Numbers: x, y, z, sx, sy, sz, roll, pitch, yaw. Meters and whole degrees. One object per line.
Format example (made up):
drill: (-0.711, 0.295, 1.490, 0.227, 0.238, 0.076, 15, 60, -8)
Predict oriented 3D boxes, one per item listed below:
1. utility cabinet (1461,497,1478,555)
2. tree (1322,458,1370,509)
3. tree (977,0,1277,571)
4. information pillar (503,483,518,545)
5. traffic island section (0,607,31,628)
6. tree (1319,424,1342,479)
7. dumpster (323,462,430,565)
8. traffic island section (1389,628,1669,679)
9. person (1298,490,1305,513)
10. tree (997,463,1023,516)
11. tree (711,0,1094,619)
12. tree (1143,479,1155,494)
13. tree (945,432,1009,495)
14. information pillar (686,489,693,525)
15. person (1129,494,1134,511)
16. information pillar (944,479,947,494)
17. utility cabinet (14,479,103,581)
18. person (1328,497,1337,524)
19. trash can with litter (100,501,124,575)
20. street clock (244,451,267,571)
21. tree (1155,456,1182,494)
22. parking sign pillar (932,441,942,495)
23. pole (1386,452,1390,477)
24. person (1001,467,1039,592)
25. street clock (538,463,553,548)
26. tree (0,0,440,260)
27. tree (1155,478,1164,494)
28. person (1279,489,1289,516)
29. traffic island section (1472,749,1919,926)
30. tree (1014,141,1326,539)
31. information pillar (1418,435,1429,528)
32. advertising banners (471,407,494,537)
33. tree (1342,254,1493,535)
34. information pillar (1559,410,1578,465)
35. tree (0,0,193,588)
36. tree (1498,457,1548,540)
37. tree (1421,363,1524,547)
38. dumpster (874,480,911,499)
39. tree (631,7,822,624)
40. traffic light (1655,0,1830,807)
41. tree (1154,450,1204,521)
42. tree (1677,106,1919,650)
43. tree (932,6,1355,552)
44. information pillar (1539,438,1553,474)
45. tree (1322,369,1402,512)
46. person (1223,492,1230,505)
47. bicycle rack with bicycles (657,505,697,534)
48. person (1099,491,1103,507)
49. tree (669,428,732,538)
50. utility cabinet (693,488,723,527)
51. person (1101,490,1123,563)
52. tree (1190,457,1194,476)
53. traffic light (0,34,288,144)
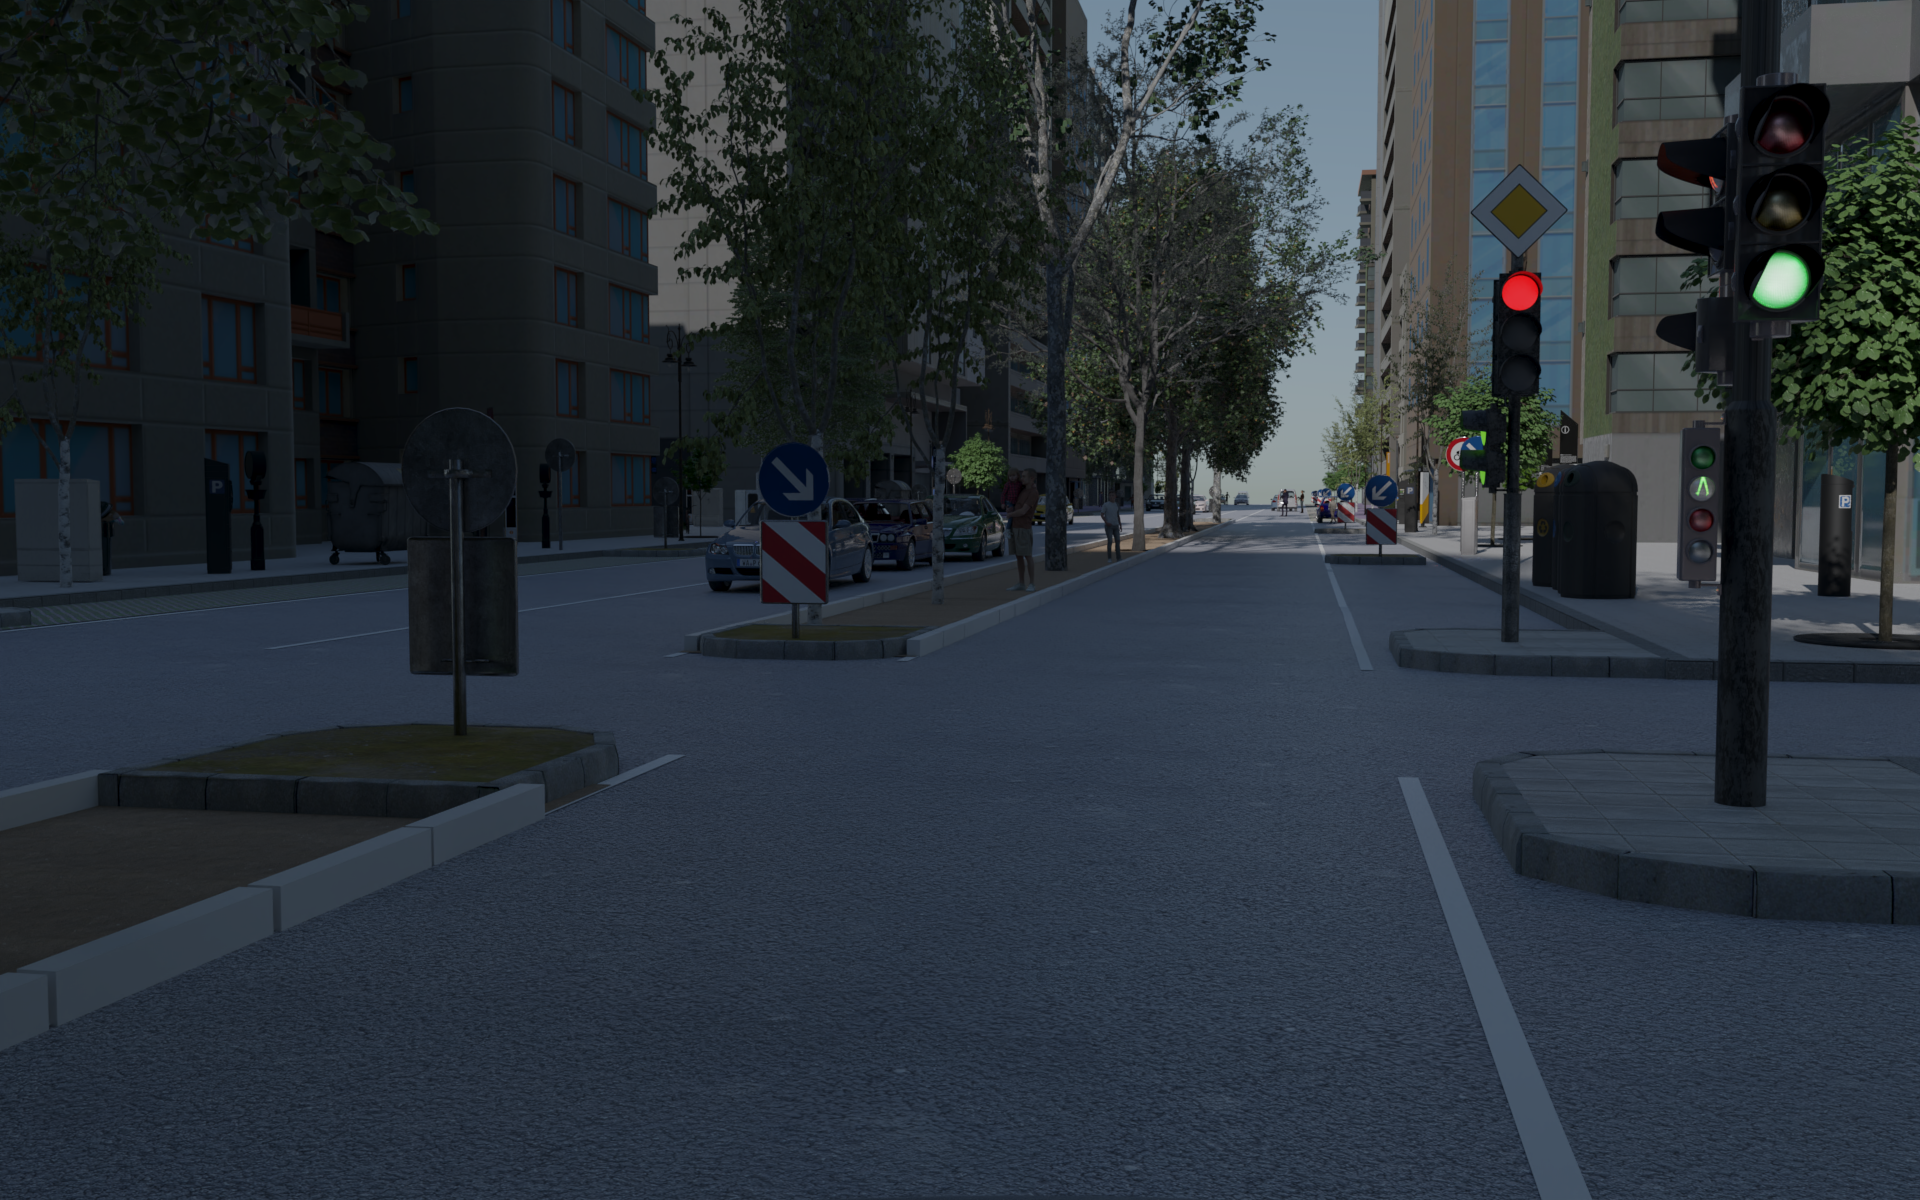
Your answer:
utility cabinet: (10.877, -1.581, 37.014, 0.306, 1.237, 1.020, 1, 4, 19)
tree: (34.763, -10.367, 153.216, 4.285, 4.588, 4.351, 0, 3, 0)
tree: (2.816, -10.533, 30.559, 12.611, 20.169, 13.585, 0, 3, 0)
information pillar: (-11.101, -2.339, 42.734, 0.304, 2.012, 0.304, -1, 4, -23)
traffic island section: (-11.285, 0.249, 18.202, 2.009, 0.180, 2.903, 1, 4, 11)
tree: (38.427, -13.728, 174.812, 4.360, 8.622, 3.978, 0, 3, 0)
dumpster: (-10.719, -1.600, 31.922, 1.264, 1.857, 1.865, 1, 4, 11)
traffic island section: (4.797, 0.443, 15.042, 2.009, 0.180, 2.903, 1, 4, 11)
person: (25.528, -7.359, 129.637, 0.721, 1.723, 1.217, 0, 4, -5)
tree: (2.788, -6.664, 103.552, 1.663, 3.219, 1.824, 0, 3, 0)
tree: (-0.278, -4.255, 22.391, 4.737, 8.622, 4.395, 0, 3, 0)
tree: (19.269, -11.618, 184.562, 1.663, 3.219, 1.824, 0, 3, 0)
tree: (1.016, -6.529, 90.461, 4.285, 4.588, 4.351, 0, 3, 0)
information pillar: (-11.132, -4.114, 71.753, 0.304, 2.012, 0.304, 1, 4, 22)
person: (14.885, -8.408, 149.234, 1.065, 1.426, 0.557, 1, 4, 10)
information pillar: (-0.823, -4.732, 81.865, 0.304, 2.012, 0.304, -3, 4, -37)
utility cabinet: (-13.146, -1.015, 25.279, 1.173, 1.500, 0.318, 1, 4, 10)
person: (17.947, -4.323, 83.454, 0.475, 1.303, 0.640, -2, 4, -33)
trash can with litter: (-13.551, -0.949, 26.896, 0.624, 1.170, 1.055, 1, 4, 8)
street clock: (-11.799, -1.497, 29.050, 0.358, 2.002, 0.471, -3, 4, -39)
tree: (27.267, -16.989, 228.130, 4.360, 8.622, 3.978, 0, 3, 0)
parking sign pillar: (-1.136, -6.047, 87.337, 1.447, 3.967, 1.447, 0, 4, 4)
pole: (20.853, -5.541, 84.438, 0.158, 3.312, 0.155, 0, 3, 0)
person: (0.891, -1.039, 25.459, 0.580, 1.828, 0.573, 1, 4, 11)
street clock: (-9.790, -2.223, 40.910, 0.358, 2.002, 0.471, 0, 4, -8)
tree: (-3.311, -5.132, 4.495, 7.486, 12.596, 7.792, 0, 3, 0)
tree: (24.145, -13.247, 211.186, 1.663, 3.219, 1.824, 0, 3, 0)
person: (20.729, -6.242, 111.009, 0.568, 1.767, 0.683, 3, 5, 44)
traffic island section: (3.255, 0.922, 7.207, 2.009, 0.180, 2.903, 1, 4, 11)
tree: (6.806, -8.321, 55.508, 9.611, 12.733, 9.660, 0, 3, 0)
information pillar: (17.759, -4.578, 66.212, 0.183, 3.616, 0.504, 3, 5, 44)
advertising banners: (-9.855, -2.420, 35.760, 0.090, 3.025, 2.074, -2, 4, -27)
tree: (15.050, -6.352, 54.210, 4.360, 8.622, 3.978, 0, 3, 0)
information pillar: (16.833, -3.463, 47.976, 0.504, 3.616, 0.183, 2, 4, 27)
tree: (-12.415, -4.488, 23.746, 4.737, 8.622, 4.395, 0, 3, 0)
tree: (15.629, -3.290, 48.399, 1.663, 3.219, 1.824, 0, 3, 0)
tree: (13.040, -3.598, 42.534, 4.285, 4.588, 4.351, 0, 3, 0)
dumpster: (-2.833, -4.064, 72.199, 1.264, 1.857, 1.865, 1, 4, 11)
tree: (-1.434, -3.933, 17.124, 4.737, 8.622, 4.395, 0, 3, 0)
traffic light: (1.148, -2.000, 7.363, 4.771, 5.953, 1.251, 1, 4, 11)
tree: (10.052, -7.481, 75.135, 4.737, 8.622, 4.395, 0, 3, 0)
tree: (8.022, -1.897, 14.722, 4.285, 4.588, 4.351, 0, 3, 0)
tree: (4.468, -7.965, 43.062, 12.009, 13.543, 11.850, 0, 3, 0)
information pillar: (22.140, -4.536, 65.526, 0.504, 3.616, 0.183, 0, 4, -6)
tree: (23.860, -9.206, 100.876, 4.737, 8.622, 4.395, 0, 3, 0)
person: (34.404, -13.102, 223.534, 1.217, 1.723, 0.721, -3, 4, -37)
bicycle rack with bicycles: (-9.879, -2.641, 56.568, 2.852, 0.926, 2.925, 0, 4, -6)
person: (14.171, -10.051, 173.761, 0.530, 1.710, 0.541, 1, 4, 11)
tree: (-7.664, -3.440, 50.851, 1.663, 3.219, 1.824, 0, 3, 0)
utility cabinet: (-9.813, -3.594, 67.446, 1.173, 1.500, 0.318, 2, 4, 24)
person: (3.190, -1.519, 35.929, 0.523, 1.515, 0.503, 2, 4, 34)
tree: (30.667, -17.880, 242.694, 4.360, 8.622, 3.978, 0, 3, 0)
traffic light: (-9.178, -2.631, 17.690, 4.771, 5.953, 1.251, 1, 4, 11)
